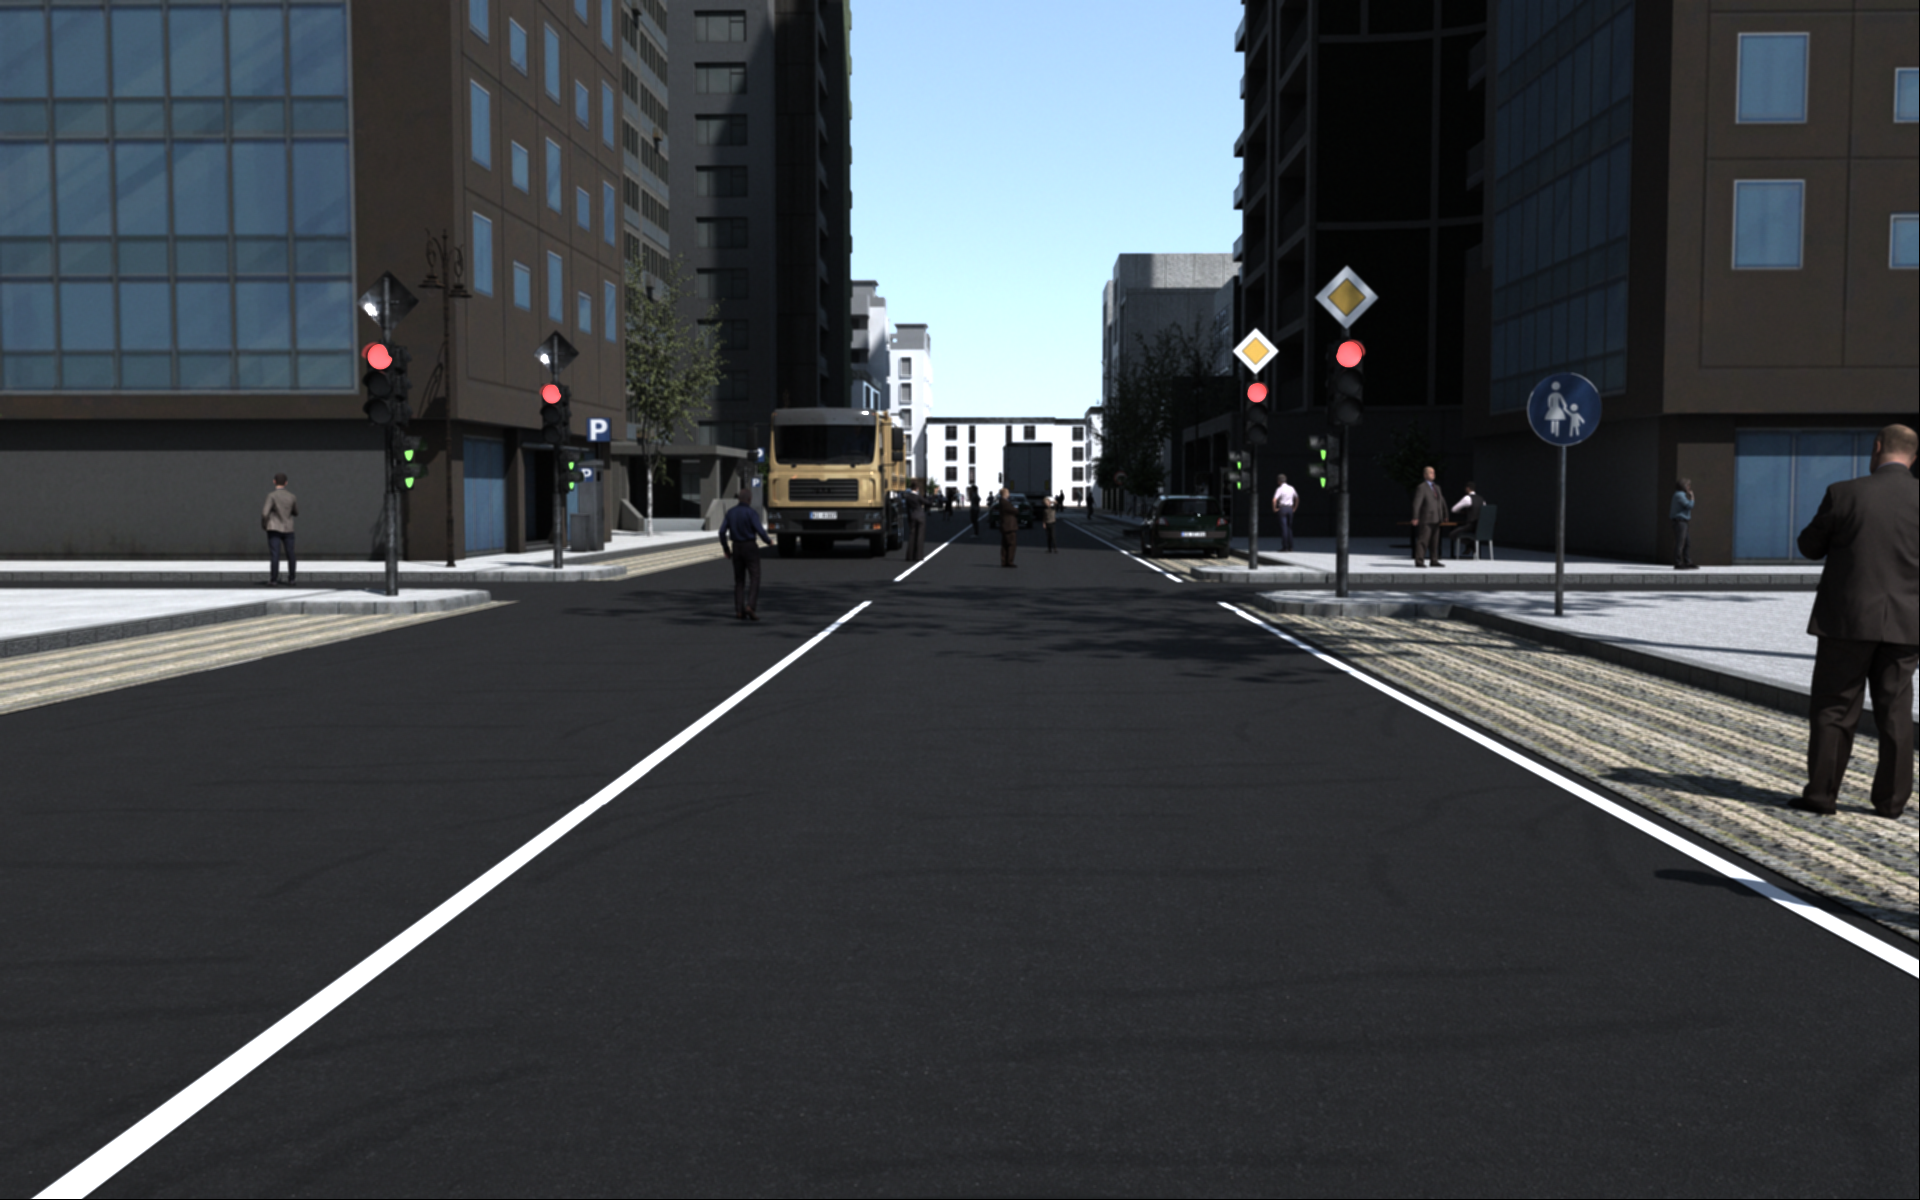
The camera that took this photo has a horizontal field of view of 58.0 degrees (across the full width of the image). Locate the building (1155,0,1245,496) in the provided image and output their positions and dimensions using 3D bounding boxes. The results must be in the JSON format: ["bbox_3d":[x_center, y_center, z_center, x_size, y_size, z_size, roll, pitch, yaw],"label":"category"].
[{"bbox_3d":[22.521,-47.342,86.720,22.319,86.520,31.000,0,4,2],"label":"building"}]

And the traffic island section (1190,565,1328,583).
[{"bbox_3d":[5.011,-0.441,29.487,2.009,0.180,2.903,0,4,2],"label":"traffic island section"}]

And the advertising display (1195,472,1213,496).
[{"bbox_3d":[7.248,-2.835,51.571,0.123,1.923,0.974,-1,4,-18],"label":"advertising display"}]

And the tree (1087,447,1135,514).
[{"bbox_3d":[10.018,-7.987,114.301,4.285,4.588,4.351,0,3,0],"label":"tree"}]

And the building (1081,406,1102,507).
[{"bbox_3d":[17.005,-13.674,165.716,9.099,9.664,28.070,0,4,2],"label":"building"}]

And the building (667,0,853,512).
[{"bbox_3d":[-13.413,-25.017,92.625,14.154,41.232,14.086,0,4,2],"label":"building"}]

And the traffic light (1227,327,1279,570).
[{"bbox_3d":[4.971,-2.474,29.375,0.839,4.253,0.868,0,4,2],"label":"traffic light"}]

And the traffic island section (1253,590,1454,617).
[{"bbox_3d":[4.763,0.047,21.506,2.009,0.180,2.903,0,4,2],"label":"traffic island section"}]

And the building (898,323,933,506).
[{"bbox_3d":[-9.132,-20.919,198.441,11.380,20.091,16.016,0,4,2],"label":"building"}]

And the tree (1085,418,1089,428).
[{"bbox_3d":[10.280,-9.666,108.398,4.360,8.622,3.978,0,3,0],"label":"tree"}]

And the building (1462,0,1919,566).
[{"bbox_3d":[19.615,-23.587,35.765,14.200,45.320,14.600,0,4,2],"label":"building"}]

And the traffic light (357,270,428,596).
[{"bbox_3d":[-7.153,-2.008,21.745,0.839,4.253,0.868,0,4,2],"label":"traffic light"}]

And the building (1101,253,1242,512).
[{"bbox_3d":[20.309,-16.461,135.595,16.747,18.905,31.486,0,4,2],"label":"building"}]

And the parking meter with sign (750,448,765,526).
[{"bbox_3d":[-7.582,-4.165,64.365,0.543,3.016,1.738,0,4,-2],"label":"parking meter with sign"}]

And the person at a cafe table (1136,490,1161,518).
[{"bbox_3d":[10.418,-5.126,92.325,1.698,1.524,1.622,-1,4,-9],"label":"person at a cafe table"}]

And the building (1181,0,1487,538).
[{"bbox_3d":[18.376,-37.633,53.558,20.563,71.187,20.611,0,4,2],"label":"building"}]

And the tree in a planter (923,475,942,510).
[{"bbox_3d":[-2.587,-9.947,159.860,1.991,3.239,1.994,0,4,2],"label":"tree in a planter"}]

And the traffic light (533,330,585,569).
[{"bbox_3d":[-6.905,-2.496,29.726,0.839,4.253,0.868,0,4,2],"label":"traffic light"}]

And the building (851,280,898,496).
[{"bbox_3d":[-14.037,-18.019,151.024,16.016,20.091,11.380,0,4,2],"label":"building"}]

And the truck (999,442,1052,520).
[{"bbox_3d":[3.746,-6.742,99.149,2.839,4.237,11.283,0,3,0],"label":"truck"}]

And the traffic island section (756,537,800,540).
[{"bbox_3d":[-5.842,-1.970,55.069,1.991,0.108,1.994,0,4,2],"label":"traffic island section"}]

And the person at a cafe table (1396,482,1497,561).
[{"bbox_3d":[9.756,-1.553,33.907,1.698,1.524,1.622,-2,4,-28],"label":"person at a cafe table"}]

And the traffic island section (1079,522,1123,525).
[{"bbox_3d":[6.618,-3.584,81.459,1.991,0.108,1.994,0,4,2],"label":"traffic island section"}]

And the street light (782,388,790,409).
[{"bbox_3d":[-7.590,-6.306,75.885,0.468,5.910,1.993,0,4,2],"label":"street light"}]

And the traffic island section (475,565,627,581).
[{"bbox_3d":[-6.945,-0.464,29.862,2.009,0.180,2.903,0,4,2],"label":"traffic island section"}]

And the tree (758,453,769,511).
[{"bbox_3d":[-9.163,-5.294,81.165,1.663,3.219,1.824,0,3,0],"label":"tree"}]

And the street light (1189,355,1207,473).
[{"bbox_3d":[7.880,-5.188,57.614,0.468,5.910,1.993,0,4,2],"label":"street light"}]

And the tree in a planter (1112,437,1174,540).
[{"bbox_3d":[5.784,-3.488,54.249,1.991,3.239,1.994,0,4,2],"label":"tree in a planter"}]

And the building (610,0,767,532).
[{"bbox_3d":[-24.518,-22.882,65.998,32.217,40.220,23.993,0,4,2],"label":"building"}]

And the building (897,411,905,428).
[{"bbox_3d":[-19.917,-14.330,176.442,28.070,9.664,9.099,0,4,2],"label":"building"}]

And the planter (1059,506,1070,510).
[{"bbox_3d":[8.996,-8.386,158.244,1.991,0.319,1.994,0,4,2],"label":"planter"}]

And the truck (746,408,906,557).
[{"bbox_3d":[-2.864,-2.804,41.774,3.469,3.379,9.791,0,4,2],"label":"truck"}]

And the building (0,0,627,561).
[{"bbox_3d":[-16.086,-23.756,38.523,14.600,45.320,14.200,0,4,2],"label":"building"}]

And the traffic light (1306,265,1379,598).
[{"bbox_3d":[4.723,-1.986,21.393,0.839,4.253,0.868,0,4,2],"label":"traffic light"}]

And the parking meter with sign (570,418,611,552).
[{"bbox_3d":[-8.305,-2.603,38.820,0.543,3.016,1.738,0,4,4],"label":"parking meter with sign"}]

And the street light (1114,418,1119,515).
[{"bbox_3d":[9.399,-8.029,104.069,0.468,5.910,1.993,0,4,2],"label":"street light"}]

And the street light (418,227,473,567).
[{"bbox_3d":[-8.969,-3.519,30.329,0.468,5.910,1.993,0,4,2],"label":"street light"}]

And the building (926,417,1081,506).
[{"bbox_3d":[10.428,-15.351,193.139,28.070,9.664,9.099,0,4,2],"label":"building"}]

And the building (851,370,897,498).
[{"bbox_3d":[-10.501,-11.583,131.536,9.099,9.664,28.070,0,4,2],"label":"building"}]

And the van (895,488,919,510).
[{"bbox_3d":[-3.787,-7.436,128.597,2.013,2.044,4.112,0,4,2],"label":"van"}]

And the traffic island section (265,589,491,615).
[{"bbox_3d":[-7.192,0.024,21.881,2.009,0.180,2.903,0,4,2],"label":"traffic island section"}]
